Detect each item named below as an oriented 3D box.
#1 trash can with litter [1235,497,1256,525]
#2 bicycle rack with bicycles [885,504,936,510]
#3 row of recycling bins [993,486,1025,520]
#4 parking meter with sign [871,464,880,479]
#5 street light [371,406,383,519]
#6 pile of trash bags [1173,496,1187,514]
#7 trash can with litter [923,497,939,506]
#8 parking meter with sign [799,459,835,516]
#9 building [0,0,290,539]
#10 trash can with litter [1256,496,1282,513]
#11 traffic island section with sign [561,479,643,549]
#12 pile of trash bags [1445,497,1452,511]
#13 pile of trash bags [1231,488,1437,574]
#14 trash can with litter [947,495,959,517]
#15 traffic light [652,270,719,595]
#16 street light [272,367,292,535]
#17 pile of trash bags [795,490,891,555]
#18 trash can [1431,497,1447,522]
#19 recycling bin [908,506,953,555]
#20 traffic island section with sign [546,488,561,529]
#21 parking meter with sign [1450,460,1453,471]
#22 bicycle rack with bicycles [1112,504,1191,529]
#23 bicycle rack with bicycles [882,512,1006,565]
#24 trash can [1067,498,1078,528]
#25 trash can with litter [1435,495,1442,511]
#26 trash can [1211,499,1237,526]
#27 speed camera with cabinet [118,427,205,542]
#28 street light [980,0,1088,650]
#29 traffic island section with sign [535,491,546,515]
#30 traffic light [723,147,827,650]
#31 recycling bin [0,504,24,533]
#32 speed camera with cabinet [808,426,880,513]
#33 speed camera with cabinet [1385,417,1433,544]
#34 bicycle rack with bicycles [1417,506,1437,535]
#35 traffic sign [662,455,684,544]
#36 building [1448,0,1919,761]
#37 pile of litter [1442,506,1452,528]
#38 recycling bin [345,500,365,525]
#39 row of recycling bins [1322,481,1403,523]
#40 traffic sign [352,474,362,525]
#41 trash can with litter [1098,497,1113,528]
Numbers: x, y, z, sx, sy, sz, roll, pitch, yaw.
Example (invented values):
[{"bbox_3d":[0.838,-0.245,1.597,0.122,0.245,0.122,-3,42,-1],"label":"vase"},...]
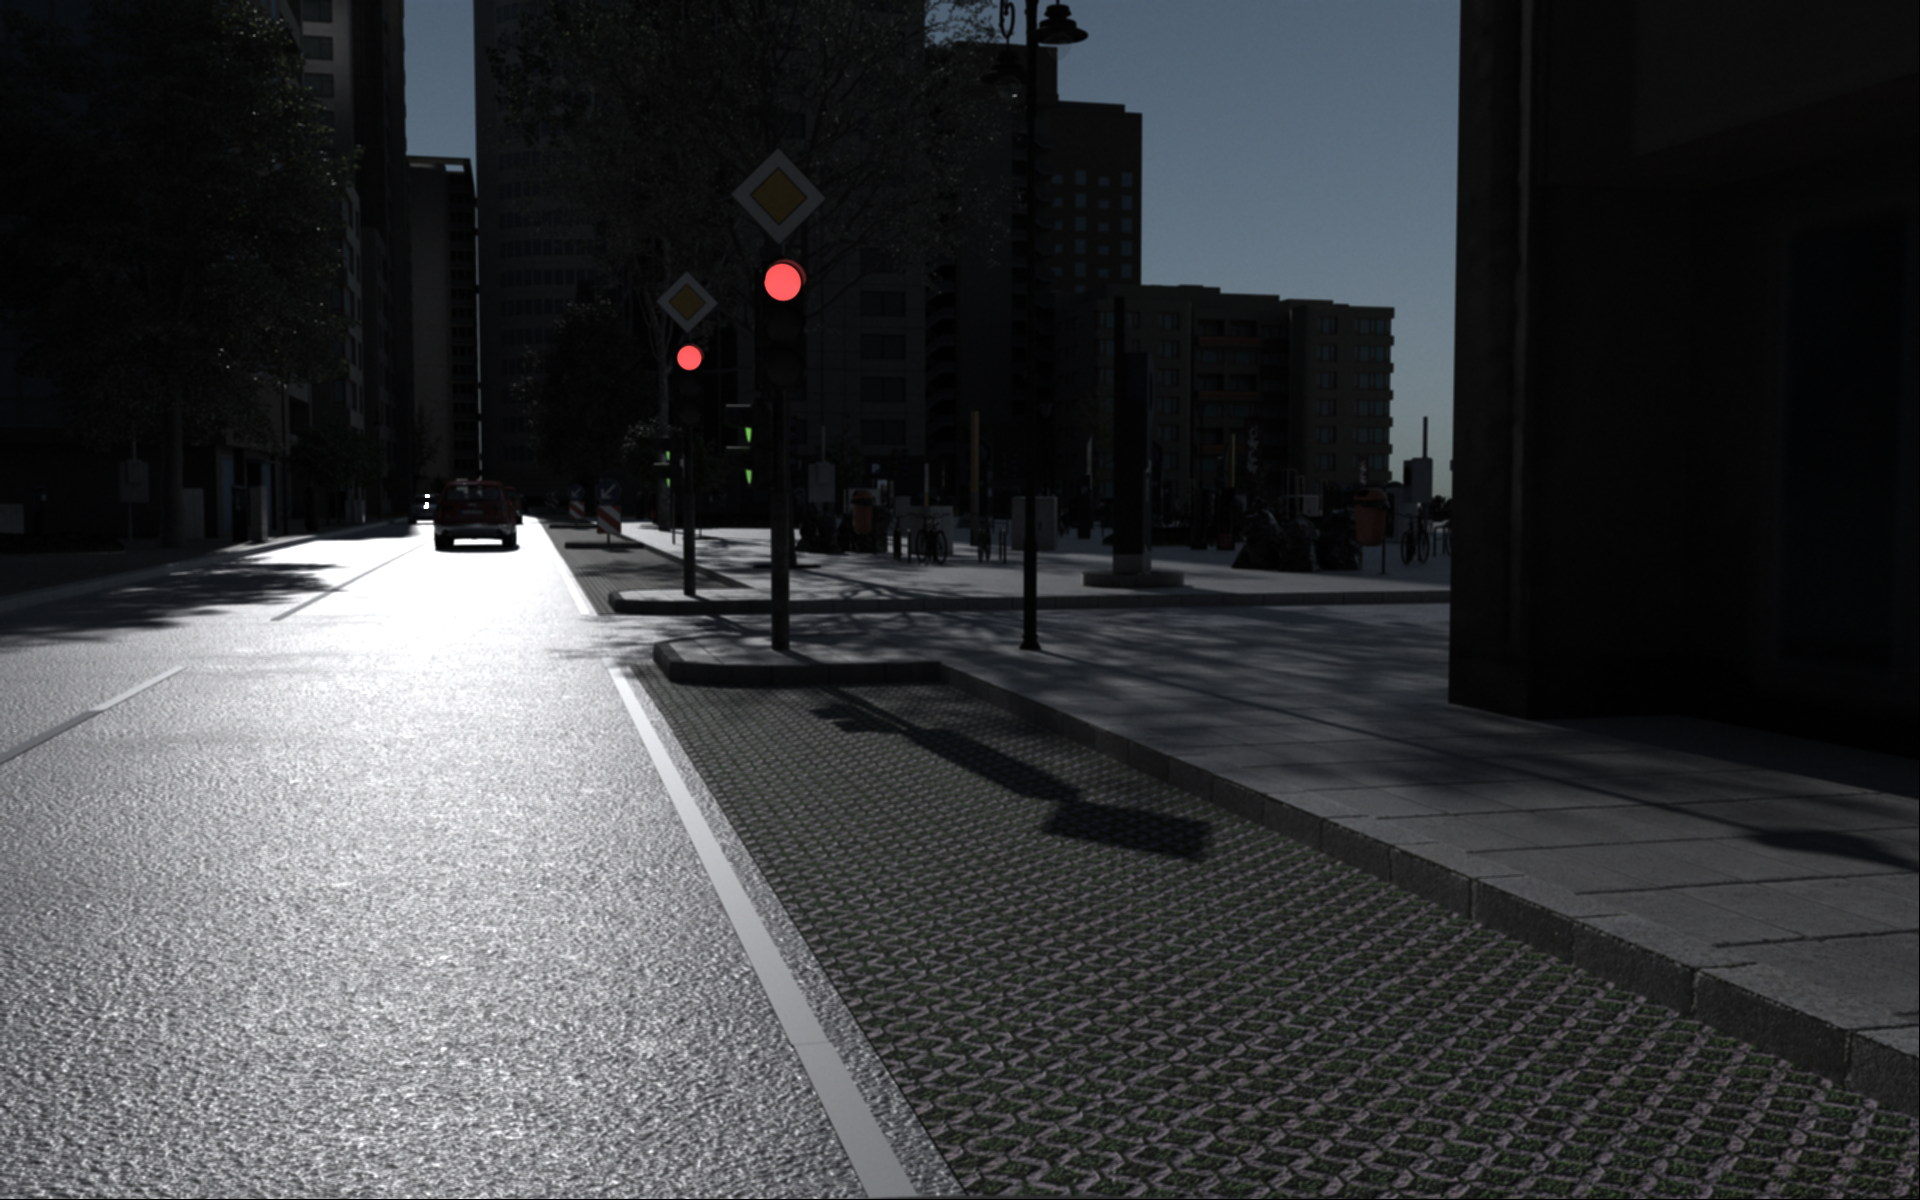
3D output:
[{"bbox_3d":[10.484,-3.275,64.941,0.624,1.170,1.055,-1,4,-13],"label":"trash can with litter"},{"bbox_3d":[-2.012,-3.000,62.431,2.852,0.926,2.925,1,4,17],"label":"bicycle rack with bicycles"},{"bbox_3d":[2.430,-4.938,87.846,1.069,1.692,3.534,-3,5,-43],"label":"row of recycling bins"},{"bbox_3d":[-4.678,-6.240,98.277,0.543,3.016,1.738,-1,4,-10],"label":"parking meter with sign"},{"bbox_3d":[-29.929,-7.112,89.074,0.468,5.910,1.993,-1,4,-14],"label":"street light"},{"bbox_3d":[12.948,-5.466,99.113,1.912,1.369,3.447,2,4,24],"label":"pile of trash bags"},{"bbox_3d":[-1.143,-3.839,74.155,0.624,1.170,1.055,2,4,26],"label":"trash can with litter"},{"bbox_3d":[-7.163,-5.533,86.727,1.738,3.016,0.543,-1,4,-22],"label":"parking meter with sign"},{"bbox_3d":[-29.487,-24.683,53.677,14.600,45.320,14.200,-1,4,-14],"label":"building"},{"bbox_3d":[12.095,-3.490,68.455,1.055,1.170,0.624,-1,4,-19],"label":"trash can with litter"},{"bbox_3d":[-9.461,-2.280,45.901,1.989,1.847,2.006,-1,4,-14],"label":"traffic island section with sign"},{"bbox_3d":[25.375,-5.149,93.936,3.447,1.369,1.912,3,4,36],"label":"pile of trash bags"},{"bbox_3d":[6.049,-1.174,28.952,1.912,1.369,3.447,-1,4,-22],"label":"pile of trash bags"},{"bbox_3d":[-0.839,-5.245,96.810,2.233,1.210,1.678,1,4,13],"label":"trash can with litter"},{"bbox_3d":[-3.460,-2.019,21.928,0.839,4.253,0.868,-1,4,-14],"label":"traffic light"},{"bbox_3d":[-21.157,-4.978,54.185,0.468,5.910,1.993,-1,4,-14],"label":"street light"},{"bbox_3d":[-2.430,-1.713,37.752,1.912,1.369,3.447,-1,4,-17],"label":"pile of trash bags"},{"bbox_3d":[22.058,-4.174,79.897,0.748,1.137,0.748,0,3,0],"label":"trash can"},{"bbox_3d":[-0.631,-1.490,36.911,0.722,1.027,0.722,-3,5,-44],"label":"recycling bin"},{"bbox_3d":[-16.155,-3.898,72.362,1.989,1.847,2.006,-1,4,-14],"label":"traffic island section with sign"},{"bbox_3d":[25.636,-5.675,89.043,0.543,3.016,1.738,2,4,27],"label":"parking meter with sign"},{"bbox_3d":[6.778,-3.025,62.845,2.852,0.926,2.925,-2,4,-30],"label":"bicycle rack with bicycles"},{"bbox_3d":[-0.203,-1.177,32.631,2.852,0.926,2.925,0,4,0],"label":"bicycle rack with bicycles"},{"bbox_3d":[4.408,-3.296,65.539,0.748,1.137,0.748,0,3,0],"label":"trash can"},{"bbox_3d":[29.706,-5.885,107.279,1.678,1.210,2.233,-1,4,-18],"label":"trash can with litter"},{"bbox_3d":[7.710,-2.382,50.604,0.748,1.137,0.748,0,3,0],"label":"trash can"},{"bbox_3d":[-21.811,-3.239,47.287,2.038,3.252,0.660,-2,4,-32],"label":"speed camera with cabinet"},{"bbox_3d":[0.580,-2.531,14.163,0.468,5.910,1.993,-1,4,-14],"label":"street light"},{"bbox_3d":[-28.526,-6.888,121.253,1.989,1.847,2.006,-1,4,-14],"label":"traffic island section with sign"},{"bbox_3d":[-1.500,-1.545,14.186,0.839,4.253,0.868,-1,4,-14],"label":"traffic light"},{"bbox_3d":[-24.499,-1.942,44.313,0.722,1.027,0.722,2,4,30],"label":"recycling bin"},{"bbox_3d":[-3.385,-3.451,50.764,2.038,3.252,0.660,-1,4,-18],"label":"speed camera with cabinet"},{"bbox_3d":[11.647,-3.099,45.005,0.660,3.252,2.038,0,4,-5],"label":"speed camera with cabinet"},{"bbox_3d":[13.830,-2.506,54.359,2.852,0.926,2.925,3,4,37],"label":"bicycle rack with bicycles"},{"bbox_3d":[-7.326,-2.577,44.261,0.606,2.300,0.079,-1,4,-8],"label":"traffic sign"},{"bbox_3d":[15.899,-23.113,1.606,21.300,48.544,21.600,-1,4,-14],"label":"building"},{"bbox_3d":[18.811,-3.155,65.553,1.176,0.858,1.719,-1,4,-23],"label":"pile of litter"},{"bbox_3d":[-25.548,-3.704,73.107,0.722,1.027,0.722,-1,4,-15],"label":"recycling bin"},{"bbox_3d":[13.436,-3.085,57.548,1.069,1.692,3.534,-2,4,-33],"label":"row of recycling bins"},{"bbox_3d":[-25.444,-4.434,72.605,0.768,2.556,0.104,-1,4,-9],"label":"traffic sign"},{"bbox_3d":[5.488,-3.335,65.907,0.624,1.170,1.055,0,4,-4],"label":"trash can with litter"}]
